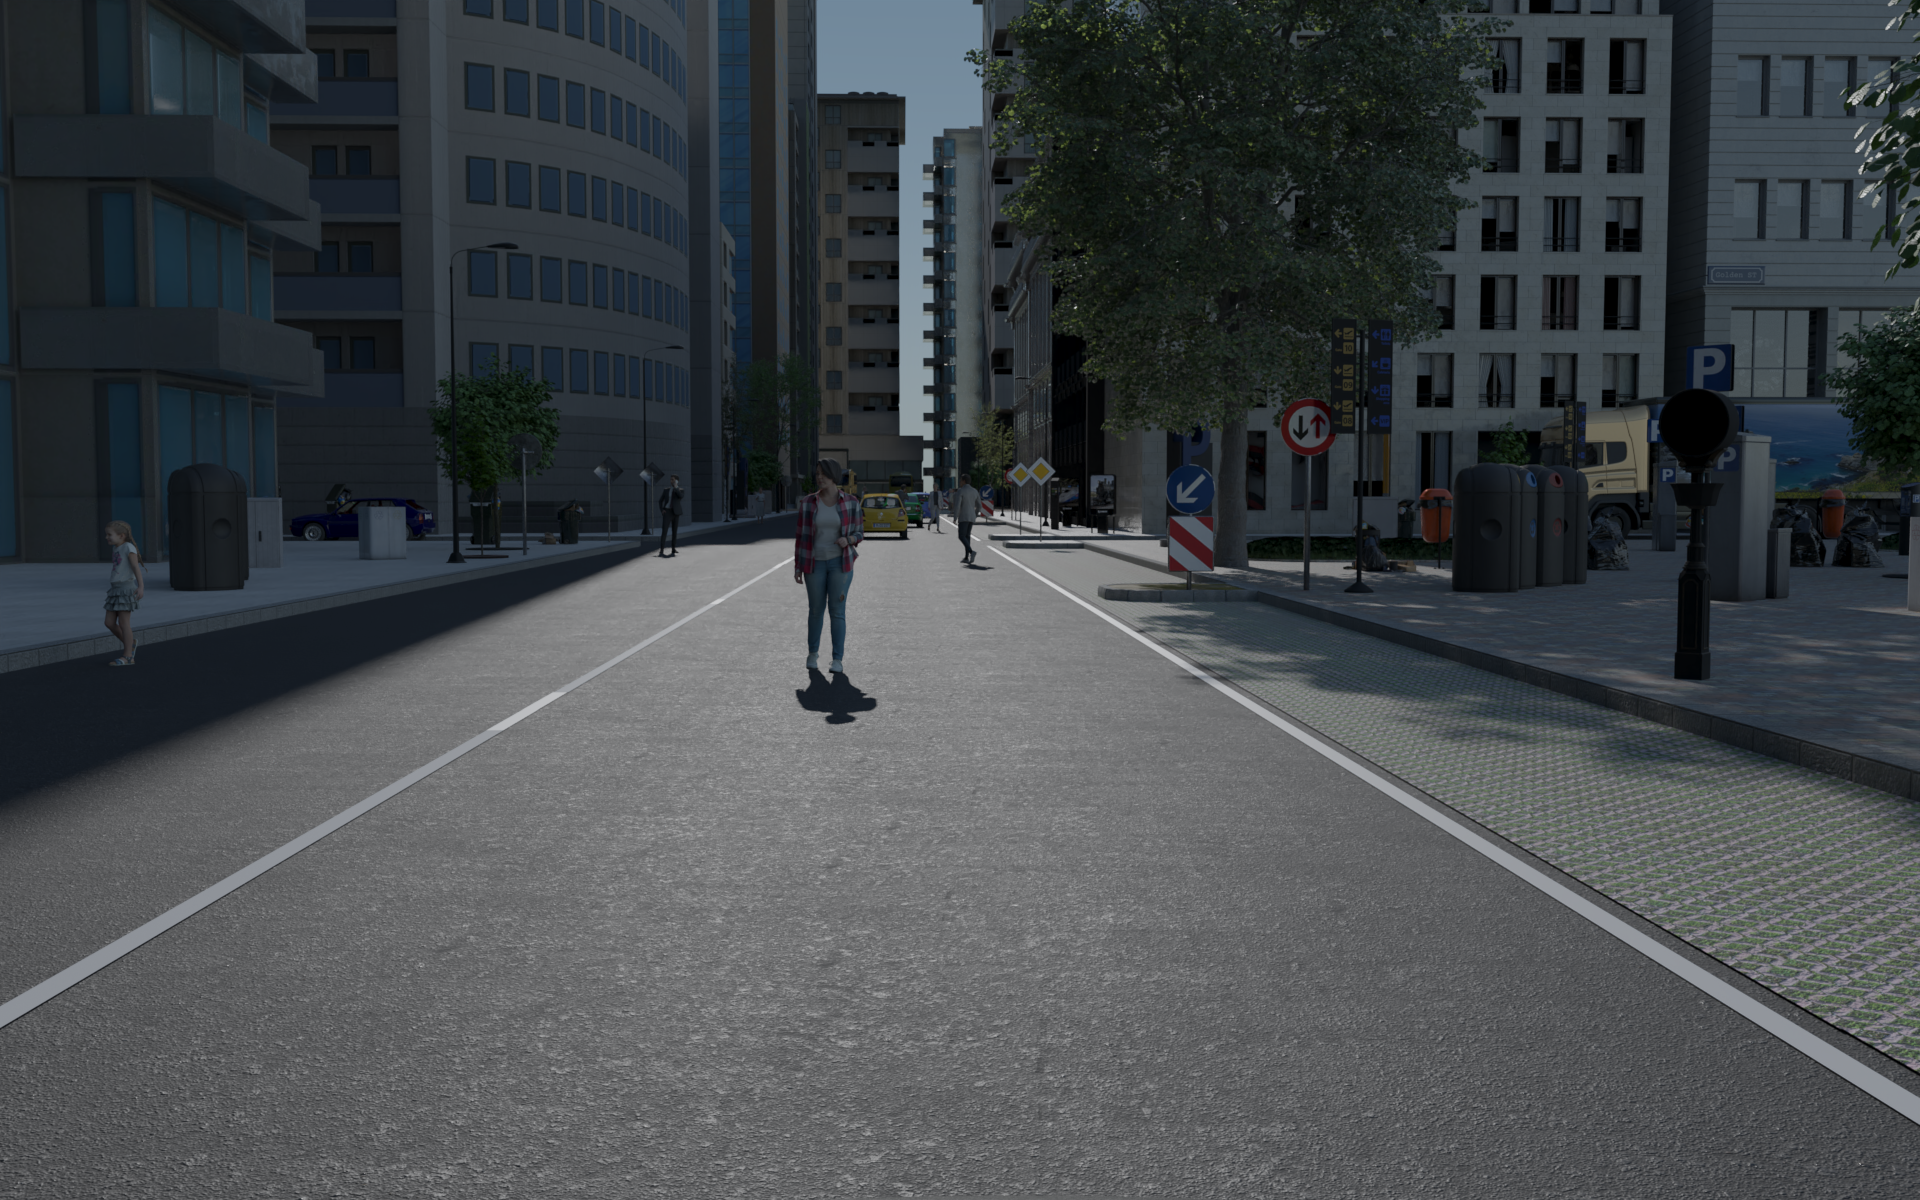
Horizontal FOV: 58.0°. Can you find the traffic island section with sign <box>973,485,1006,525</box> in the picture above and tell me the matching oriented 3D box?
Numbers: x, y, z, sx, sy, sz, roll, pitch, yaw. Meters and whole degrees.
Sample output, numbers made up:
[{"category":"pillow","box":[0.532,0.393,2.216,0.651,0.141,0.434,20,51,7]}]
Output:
[{"category":"traffic island section with sign","box":[1.092,-4.357,79.869,1.989,1.847,2.006,0,4,-2]}]

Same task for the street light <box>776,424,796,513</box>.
[{"category":"street light","box":[-11.547,-8.704,114.853,1.470,5.913,1.316,0,4,-2]}]

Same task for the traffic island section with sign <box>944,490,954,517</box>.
[{"category":"traffic island section with sign","box":[0.201,-6.020,107.062,1.989,1.847,2.006,0,4,-2]}]

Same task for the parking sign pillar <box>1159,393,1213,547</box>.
[{"category":"parking sign pillar","box":[5.583,-3.279,42.085,1.447,3.967,1.447,-3,5,-45]}]

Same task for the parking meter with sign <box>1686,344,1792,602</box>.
[{"category":"parking meter with sign","box":[9.427,-1.505,20.868,1.738,3.016,0.543,-3,4,-39]}]

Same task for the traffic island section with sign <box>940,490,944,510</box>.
[{"category":"traffic island section with sign","box":[-2.299,-10.676,183.178,1.989,1.847,2.006,0,4,-2]}]

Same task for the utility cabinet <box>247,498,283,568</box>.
[{"category":"utility cabinet","box":[-12.331,-1.157,30.086,1.020,1.237,0.306,-1,4,-10]}]

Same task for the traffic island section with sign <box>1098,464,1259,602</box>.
[{"category":"traffic island section with sign","box":[2.935,-0.928,23.807,1.989,1.847,2.006,0,4,-2]}]

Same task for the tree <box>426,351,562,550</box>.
[{"category":"tree","box":[-10.689,-3.444,40.016,4.285,4.588,4.351,0,3,0]}]

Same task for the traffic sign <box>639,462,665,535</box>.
[{"category":"traffic sign","box":[-9.589,-3.079,53.990,0.795,2.450,0.064,0,4,-2]}]

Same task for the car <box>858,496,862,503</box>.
[{"category":"car","box":[-9.702,-10.498,181.873,2.015,1.641,3.980,0,4,-3]}]

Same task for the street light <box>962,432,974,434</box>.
[{"category":"street light","box":[0.846,-9.590,129.332,1.470,5.913,1.316,0,4,-2]}]

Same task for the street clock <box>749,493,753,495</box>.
[{"category":"street clock","box":[-13.893,-6.780,115.420,0.471,2.002,0.358,-1,4,-17]}]

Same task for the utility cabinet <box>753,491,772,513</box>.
[{"category":"utility cabinet","box":[-13.091,-6.490,114.796,1.173,1.500,0.318,-2,4,-26]}]

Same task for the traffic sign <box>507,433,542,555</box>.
[{"category":"traffic sign","box":[-9.120,-2.209,36.227,0.768,2.556,0.104,0,3,0]}]

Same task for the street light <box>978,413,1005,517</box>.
[{"category":"street light","box":[1.896,-7.734,98.993,1.470,5.913,1.316,0,4,-2]}]

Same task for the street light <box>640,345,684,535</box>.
[{"category":"street light","box":[-9.313,-4.993,54.179,1.470,5.913,1.316,0,4,-2]}]

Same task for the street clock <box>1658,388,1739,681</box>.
[{"category":"street clock","box":[5.089,-0.453,11.979,0.471,2.002,0.358,3,5,40]}]

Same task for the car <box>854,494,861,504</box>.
[{"category":"car","box":[-12.186,-11.426,196.604,2.009,1.686,4.222,0,4,-2]}]

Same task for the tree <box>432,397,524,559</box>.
[{"category":"tree","box":[-9.727,-2.450,34.665,1.663,3.219,1.824,0,3,0]}]

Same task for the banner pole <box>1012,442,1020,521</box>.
[{"category":"banner pole","box":[2.633,-5.724,83.612,0.401,3.779,0.863,1,4,18]}]

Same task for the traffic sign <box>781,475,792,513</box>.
[{"category":"traffic sign","box":[-11.772,-7.185,117.576,0.768,2.556,0.104,0,4,-1]}]

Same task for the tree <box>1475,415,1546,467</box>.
[{"category":"tree","box":[13.385,-2.893,41.895,1.663,3.219,1.824,0,3,0]}]

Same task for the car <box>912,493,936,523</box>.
[{"category":"car","box":[-2.007,-4.687,86.216,1.945,1.707,3.694,0,4,-2]}]

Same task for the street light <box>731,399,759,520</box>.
[{"category":"street light","box":[-10.487,-6.849,84.514,1.470,5.913,1.316,0,4,-2]}]

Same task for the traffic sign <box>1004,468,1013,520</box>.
[{"category":"traffic sign","box":[2.570,-5.229,85.597,0.768,2.556,0.104,0,4,-2]}]

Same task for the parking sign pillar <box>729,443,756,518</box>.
[{"category":"parking sign pillar","box":[-11.649,-6.372,92.662,1.447,3.967,1.447,0,4,1]}]

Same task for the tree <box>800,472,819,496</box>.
[{"category":"tree","box":[-13.142,-9.555,150.830,1.663,3.219,1.824,0,3,0]}]

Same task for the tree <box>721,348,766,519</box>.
[{"category":"tree","box":[-11.874,-8.396,87.629,4.360,8.622,3.978,0,3,0]}]

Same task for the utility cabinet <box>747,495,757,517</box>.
[{"category":"utility cabinet","box":[-12.056,-5.351,98.647,1.020,1.237,0.306,-3,5,-41]}]

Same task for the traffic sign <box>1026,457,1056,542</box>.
[{"category":"traffic sign","box":[2.162,-2.613,46.365,0.795,2.450,0.064,0,4,-2]}]

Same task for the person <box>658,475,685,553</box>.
[{"category":"person","box":[-6.989,-2.088,42.008,0.648,1.900,0.474,-1,4,-13]}]

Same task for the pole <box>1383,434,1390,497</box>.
[{"category":"pole","box":[13.624,-3.765,55.398,0.158,3.312,0.155,0,3,0]}]

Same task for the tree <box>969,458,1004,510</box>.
[{"category":"tree","box":[2.169,-9.752,143.154,4.285,4.588,4.351,0,3,0]}]

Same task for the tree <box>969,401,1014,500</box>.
[{"category":"tree","box":[2.486,-11.336,135.702,4.360,8.622,3.978,0,3,0]}]

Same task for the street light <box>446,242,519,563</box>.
[{"category":"street light","box":[-8.840,-3.642,32.090,1.470,5.913,1.316,0,4,-2]}]

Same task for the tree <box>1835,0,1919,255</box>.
[{"category":"tree","box":[5.666,-1.456,7.518,4.285,4.588,4.351,0,3,0]}]

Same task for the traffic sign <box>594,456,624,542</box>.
[{"category":"traffic sign","box":[-9.326,-2.591,46.009,0.795,2.450,0.064,0,4,-2]}]

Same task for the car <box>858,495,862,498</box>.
[{"category":"car","box":[-11.314,-11.511,200.776,1.945,1.354,3.894,0,4,0]}]

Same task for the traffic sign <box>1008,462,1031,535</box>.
[{"category":"traffic sign","box":[1.900,-3.101,54.346,0.795,2.450,0.064,0,4,-2]}]

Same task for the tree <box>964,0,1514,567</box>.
[{"category":"tree","box":[4.796,-7.573,30.481,9.857,13.997,8.962,0,3,0]}]

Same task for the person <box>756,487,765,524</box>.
[{"category":"person","box":[-9.505,-4.498,82.606,0.480,1.755,0.524,-2,4,-26]}]

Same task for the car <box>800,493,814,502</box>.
[{"category":"car","box":[-7.658,-5.228,94.522,2.155,1.783,4.494,0,4,-4]}]

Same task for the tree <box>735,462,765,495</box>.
[{"category":"tree","box":[-12.344,-6.578,102.153,1.663,3.219,1.824,0,3,0]}]

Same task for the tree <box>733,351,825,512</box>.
[{"category":"tree","box":[-13.300,-12.164,124.642,9.928,11.665,9.643,0,3,0]}]

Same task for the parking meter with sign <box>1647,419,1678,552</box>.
[{"category":"parking meter with sign","box":[16.010,-2.638,39.387,0.543,3.016,1.738,1,4,13]}]

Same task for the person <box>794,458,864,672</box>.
[{"category":"person","box":[-1.062,-0.290,14.077,0.563,1.720,0.643,0,4,3]}]

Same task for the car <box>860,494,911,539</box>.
[{"category":"car","box":[-2.601,-2.860,56.978,2.015,1.641,3.980,0,4,-3]}]

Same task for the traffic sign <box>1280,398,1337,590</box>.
[{"category":"traffic sign","box":[4.624,-1.402,23.032,0.768,2.556,0.104,0,4,0]}]

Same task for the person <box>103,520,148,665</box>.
[{"category":"person","box":[-6.965,-0.064,14.561,0.505,1.210,0.382,3,4,36]}]

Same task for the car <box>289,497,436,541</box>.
[{"category":"car","box":[-17.484,-2.334,50.748,3.894,1.354,1.945,0,4,-3]}]

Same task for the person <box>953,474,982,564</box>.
[{"category":"person","box":[0.186,-1.675,35.734,0.661,1.843,0.795,-3,4,-36]}]

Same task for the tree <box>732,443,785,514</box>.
[{"category":"tree","box":[-12.916,-7.789,111.070,4.285,4.588,4.351,0,3,0]}]

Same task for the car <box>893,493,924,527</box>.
[{"category":"car","box":[-2.520,-4.091,75.680,1.959,1.807,4.718,0,4,-2]}]

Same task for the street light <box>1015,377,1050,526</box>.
[{"category":"street light","box":[2.870,-5.878,68.651,1.470,5.913,1.316,0,4,-2]}]

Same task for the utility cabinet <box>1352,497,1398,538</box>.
[{"category":"utility cabinet","box":[9.637,-1.778,40.225,1.020,1.237,0.306,1,4,14]}]
